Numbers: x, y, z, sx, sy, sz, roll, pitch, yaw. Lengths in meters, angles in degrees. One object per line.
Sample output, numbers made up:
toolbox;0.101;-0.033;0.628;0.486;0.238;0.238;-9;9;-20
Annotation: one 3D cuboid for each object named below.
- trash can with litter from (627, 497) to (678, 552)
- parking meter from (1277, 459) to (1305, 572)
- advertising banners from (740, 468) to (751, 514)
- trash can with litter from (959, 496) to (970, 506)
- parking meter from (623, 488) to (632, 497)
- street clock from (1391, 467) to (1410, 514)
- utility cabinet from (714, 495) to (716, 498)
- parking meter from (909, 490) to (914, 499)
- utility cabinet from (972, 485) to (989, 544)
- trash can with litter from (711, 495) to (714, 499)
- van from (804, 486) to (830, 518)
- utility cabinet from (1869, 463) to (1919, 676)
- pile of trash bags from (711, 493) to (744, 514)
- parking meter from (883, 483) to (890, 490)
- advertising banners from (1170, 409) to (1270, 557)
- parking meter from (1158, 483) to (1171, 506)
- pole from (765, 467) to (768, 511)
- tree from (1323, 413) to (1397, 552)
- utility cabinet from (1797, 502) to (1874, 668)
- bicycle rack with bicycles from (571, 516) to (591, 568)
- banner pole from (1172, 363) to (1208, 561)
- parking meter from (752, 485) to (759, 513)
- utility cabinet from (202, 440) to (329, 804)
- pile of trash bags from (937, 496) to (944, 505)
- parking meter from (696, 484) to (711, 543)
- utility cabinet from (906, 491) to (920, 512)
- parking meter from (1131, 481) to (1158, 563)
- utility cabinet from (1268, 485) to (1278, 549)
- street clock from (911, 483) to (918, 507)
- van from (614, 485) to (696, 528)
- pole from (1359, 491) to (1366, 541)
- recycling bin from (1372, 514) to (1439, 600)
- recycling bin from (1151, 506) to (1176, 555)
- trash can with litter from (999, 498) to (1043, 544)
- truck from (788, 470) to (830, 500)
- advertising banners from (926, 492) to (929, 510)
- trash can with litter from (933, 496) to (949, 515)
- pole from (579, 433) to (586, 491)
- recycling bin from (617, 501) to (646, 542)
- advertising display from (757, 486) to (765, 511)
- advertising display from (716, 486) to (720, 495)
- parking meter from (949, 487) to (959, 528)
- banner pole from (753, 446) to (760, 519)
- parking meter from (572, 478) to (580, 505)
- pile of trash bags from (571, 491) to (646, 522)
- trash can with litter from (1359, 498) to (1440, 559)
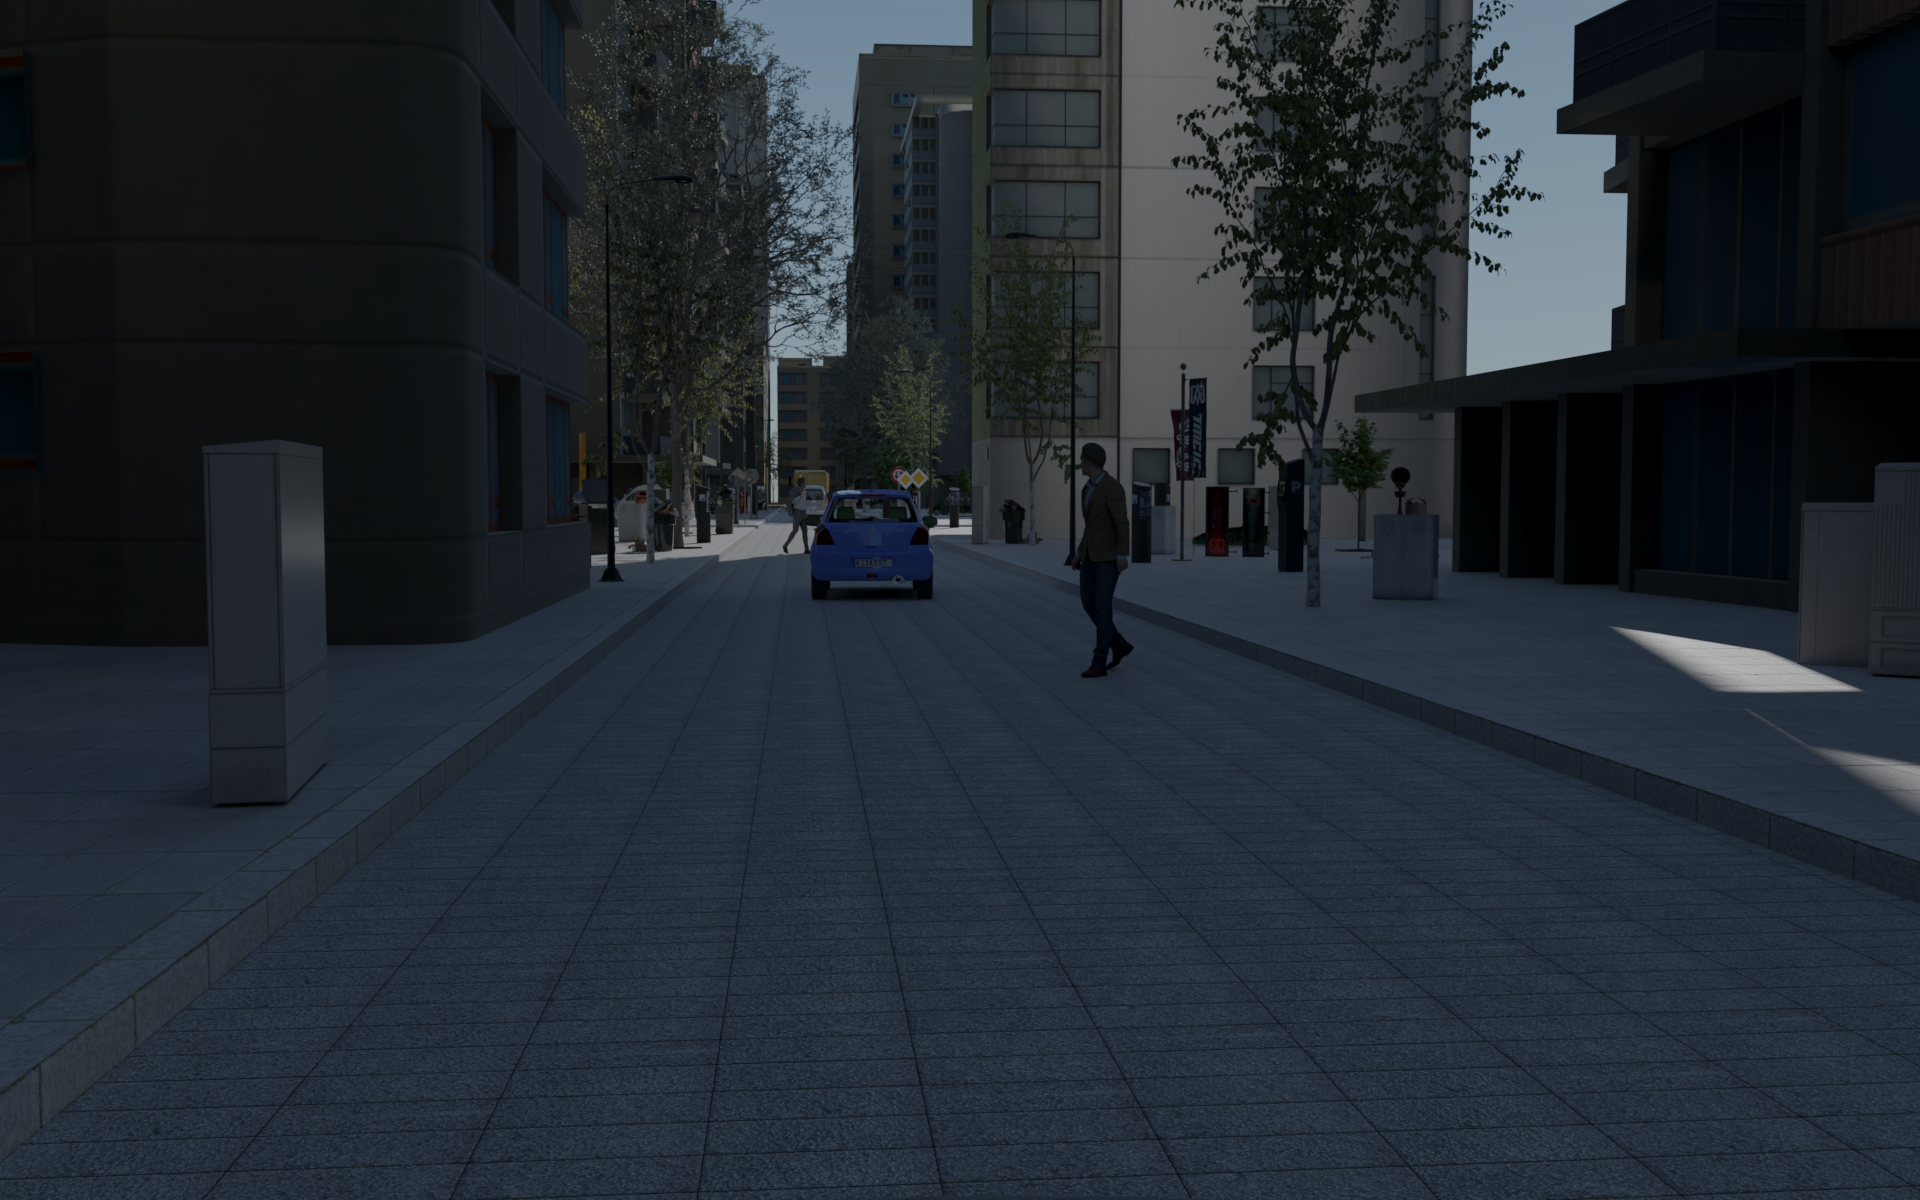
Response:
trash can with litter;-6.861;-1.669;38.679;1.055;1.170;0.624;-2;4;-25
parking meter;5.445;-1.395;28.521;0.399;1.863;0.255;-1;4;-22
advertising banners;-14.113;-7.211;114.086;0.090;3.025;2.074;1;4;14
trash can with litter;0.192;-7.392;132.239;1.055;1.170;0.624;-1;4;-14
parking meter;-14.184;-4.008;73.942;0.372;1.533;0.369;0;3;0
street clock;11.795;-2.560;46.420;0.471;2.002;0.358;0;4;-3
utility cabinet;-20.285;-8.282;146.579;1.020;1.237;0.306;1;4;15
parking meter;-3.115;-6.412;113.242;0.372;1.533;0.369;0;3;0
utility cabinet;0.515;-2.203;44.705;0.318;1.500;1.173;1;4;8
trash can with litter;-20.701;-8.027;142.633;1.055;1.170;0.624;1;4;19
van;-7.670;-5.072;89.935;2.013;2.044;4.112;0;4;-4
utility cabinet;6.946;-0.198;11.908;1.173;1.500;0.318;2;4;34
pile of trash bags;-15.408;-6.179;110.786;3.447;1.369;1.912;1;4;16
parking meter;-3.917;-5.240;91.379;0.399;1.863;0.255;0;4;-6
advertising banners;5.296;-2.399;35.416;2.074;3.025;0.090;1;4;22
parking meter;4.649;-1.921;39.815;0.372;1.533;0.369;0;3;0
pole;-14.705;-8.432;131.703;0.158;3.312;0.155;0;3;0
tree;8.986;-2.693;38.632;1.663;3.219;1.824;0;3;0
utility cabinet;6.818;-0.104;12.865;1.020;1.237;0.306;2;4;34
bicycle rack with bicycles;-7.319;-0.940;28.759;2.852;0.926;2.925;0;4;-3
banner pole;4.413;-2.632;33.050;0.401;3.779;0.863;-3;4;-38
parking meter;-13.566;-6.668;114.728;0.399;1.863;0.255;0;4;8
utility cabinet;-3.038;0.066;7.603;0.318;1.500;1.173;-1;4;-12
pile of trash bags;-0.853;-8.446;147.846;1.912;1.369;3.447;1;4;16
parking meter;-6.738;-2.268;45.490;0.372;1.533;0.369;0;3;0
utility cabinet;-3.389;-6.996;123.063;1.173;1.500;0.318;2;4;35
parking meter;3.389;-1.463;32.339;0.372;1.533;0.369;0;3;0
utility cabinet;7.391;-1.900;39.740;0.318;1.500;1.173;-1;4;-9
street clock;-2.091;-4.646;80.531;0.358;2.002;0.471;-2;4;-23
van;-12.753;-3.841;69.809;4.112;2.044;2.013;0;4;-4
pole;10.893;-3.242;46.847;0.158;3.312;0.155;0;3;0
recycling bin;5.487;-0.535;21.304;0.722;1.027;0.722;1;4;20
recycling bin;4.176;-1.500;37.079;0.722;1.027;0.722;2;4;27
trash can with litter;1.576;-2.042;44.766;1.055;1.170;0.624;-2;4;-27
truck;-12.044;-8.802;139.836;3.469;3.379;9.791;0;4;-7
advertising banners;-2.549;-8.832;140.584;0.090;3.025;2.074;1;4;9
trash can with litter;-1.103;-5.681;104.269;1.055;1.170;0.624;-1;4;-12
pole;-12.551;-3.901;57.626;0.158;3.312;0.155;0;3;0
recycling bin;-8.787;-2.103;46.940;0.722;1.027;0.722;1;4;15
advertising display;-15.577;-7.929;134.854;0.974;1.923;0.123;-2;4;-32
advertising display;-20.091;-8.573;145.375;0.974;1.923;0.123;3;4;36
parking meter;-0.217;-3.530;66.119;0.372;1.533;0.369;0;3;0
banner pole;-10.715;-6.175;90.973;0.401;3.779;0.863;0;4;-8
parking meter;-13.624;-3.435;61.878;0.255;1.863;0.399;2;4;32
pile of trash bags;-11.305;-2.715;54.136;3.447;1.369;1.912;-1;4;-11
trash can with litter;8.868;-1.471;35.114;2.233;1.210;1.678;-2;4;-28
